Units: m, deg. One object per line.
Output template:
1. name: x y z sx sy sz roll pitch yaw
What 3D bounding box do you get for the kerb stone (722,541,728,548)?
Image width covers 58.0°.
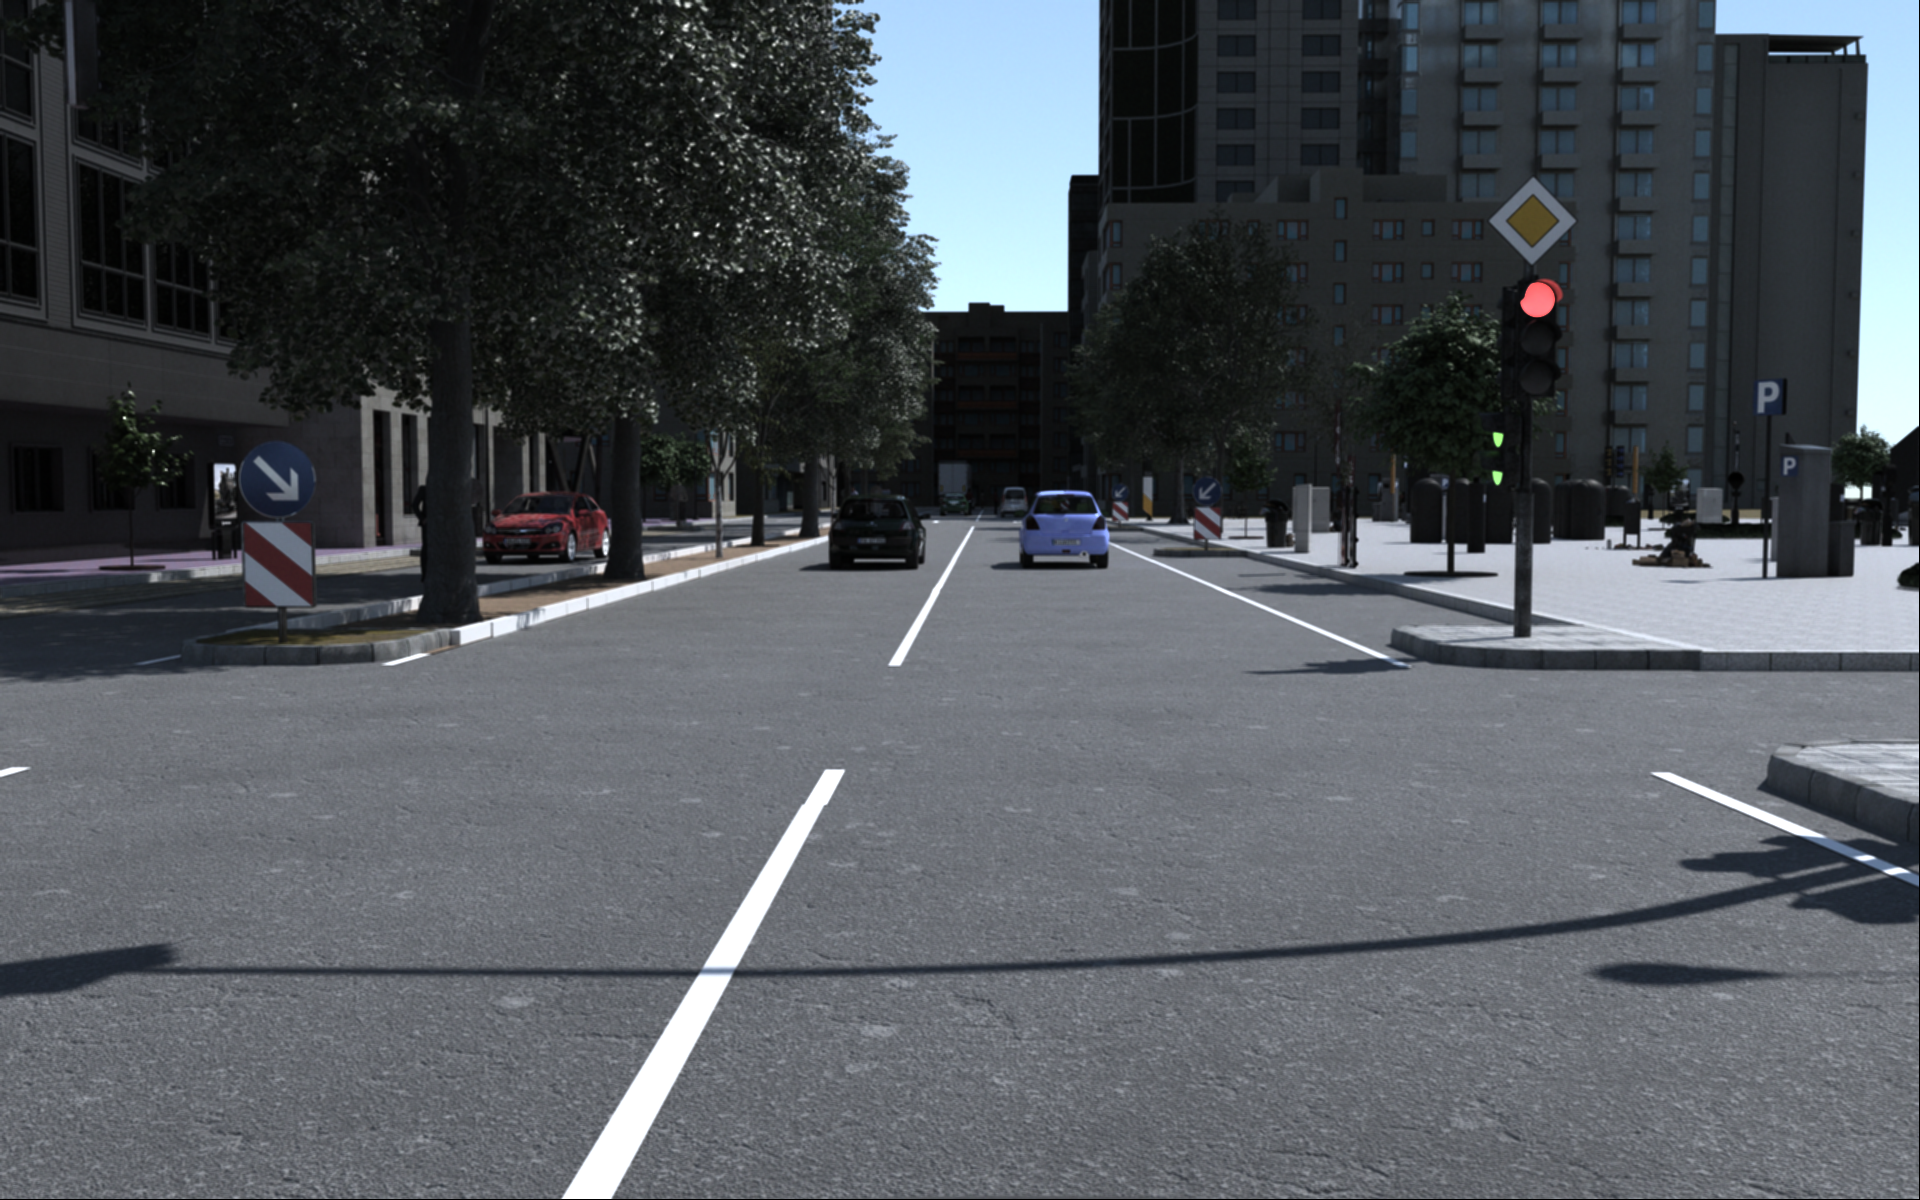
1. kerb stone: -6.314 -1.430 45.569 0.120 0.150 1.000 0 4 1

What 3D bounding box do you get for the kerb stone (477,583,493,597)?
1. kerb stone: -6.719 -0.111 24.030 0.120 0.150 1.000 0 4 1

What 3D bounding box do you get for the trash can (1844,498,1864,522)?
1. trash can: 30.070 -2.863 58.458 0.748 1.137 0.748 0 3 0

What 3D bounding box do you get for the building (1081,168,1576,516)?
1. building: 22.806 -16.652 117.298 27.650 21.520 28.899 0 4 1

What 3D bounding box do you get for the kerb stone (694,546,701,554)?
1. kerb stone: -6.395 -1.178 41.475 0.120 0.150 1.000 0 4 1

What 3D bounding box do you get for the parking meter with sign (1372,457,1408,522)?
1. parking meter with sign: 20.025 -5.159 80.605 0.543 3.016 1.738 -3 5 -43

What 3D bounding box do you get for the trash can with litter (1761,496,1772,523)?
1. trash can with litter: 30.337 -3.337 65.621 1.678 1.210 2.233 -2 4 -26

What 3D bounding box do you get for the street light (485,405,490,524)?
1. street light: -13.282 -4.774 50.592 1.470 5.913 1.316 0 4 1

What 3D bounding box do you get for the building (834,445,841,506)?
1. building: -27.002 -21.026 188.812 28.899 21.520 27.650 0 4 1

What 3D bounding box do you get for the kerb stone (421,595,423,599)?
1. kerb stone: -6.754 0.014 21.986 0.120 0.150 1.000 0 4 1

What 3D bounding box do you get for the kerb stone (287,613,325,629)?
1. kerb stone: -6.824 0.265 17.858 0.120 0.150 1.000 0 4 1

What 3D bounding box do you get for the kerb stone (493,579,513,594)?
1. kerb stone: -6.699 -0.175 25.052 0.120 0.150 1.000 0 4 1

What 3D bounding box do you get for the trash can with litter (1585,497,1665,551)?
1. trash can with litter: 15.641 -1.763 39.887 1.678 1.210 2.233 -1 4 -16

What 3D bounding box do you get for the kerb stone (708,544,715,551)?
1. kerb stone: -6.351 -1.303 43.523 0.120 0.150 1.000 0 4 1

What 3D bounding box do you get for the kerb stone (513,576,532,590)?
1. kerb stone: -6.673 -0.235 26.074 0.120 0.150 1.000 0 4 1

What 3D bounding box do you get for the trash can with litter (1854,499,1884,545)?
1. trash can with litter: 22.929 -1.971 43.617 0.624 1.170 1.055 3 4 36

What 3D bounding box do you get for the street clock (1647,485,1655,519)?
1. street clock: 35.065 -5.095 87.875 0.471 2.002 0.358 -2 4 -34

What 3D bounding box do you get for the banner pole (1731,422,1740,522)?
1. banner pole: 26.932 -4.291 60.179 0.401 3.779 0.863 0 4 8

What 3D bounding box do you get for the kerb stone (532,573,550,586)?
1. kerb stone: -6.647 -0.295 27.096 0.120 0.150 1.000 0 4 1

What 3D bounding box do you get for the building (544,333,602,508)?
1. building: -22.565 -12.133 65.830 16.820 18.784 16.811 0 4 1

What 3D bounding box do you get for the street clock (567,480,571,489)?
1. street clock: -20.175 -5.177 89.213 0.358 2.002 0.471 -1 4 -20

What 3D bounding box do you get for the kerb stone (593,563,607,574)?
1. kerb stone: -6.577 -0.551 31.204 0.120 0.150 1.000 0 4 1

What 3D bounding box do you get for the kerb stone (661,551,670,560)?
1. kerb stone: -6.472 -0.922 37.362 0.120 0.150 1.000 0 4 1

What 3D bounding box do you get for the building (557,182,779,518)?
1. building: -26.682 -15.948 105.791 27.650 21.520 28.899 0 4 1

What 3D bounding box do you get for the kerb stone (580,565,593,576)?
1. kerb stone: -6.612 -0.488 30.179 0.120 0.150 1.000 0 4 1

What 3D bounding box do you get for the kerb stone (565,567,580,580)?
1. kerb stone: -6.621 -0.425 29.145 0.120 0.150 1.000 0 4 1

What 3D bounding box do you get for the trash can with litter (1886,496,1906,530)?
1. trash can with litter: 32.619 -3.086 61.517 2.233 1.210 1.678 0 4 2

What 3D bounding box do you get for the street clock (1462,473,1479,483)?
1. street clock: 15.155 -2.867 51.443 0.471 2.002 0.358 -2 4 -31

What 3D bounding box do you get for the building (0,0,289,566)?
1. building: -22.504 -14.328 27.766 14.314 27.812 24.014 0 4 1

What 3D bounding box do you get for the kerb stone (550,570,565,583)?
1. kerb stone: -6.641 -0.362 28.118 0.120 0.150 1.000 0 4 1

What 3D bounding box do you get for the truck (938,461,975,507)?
1. truck: -0.317 -9.943 151.485 2.839 4.237 11.283 0 4 3

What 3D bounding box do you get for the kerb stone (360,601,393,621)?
1. kerb stone: -6.784 0.146 19.915 0.120 0.150 1.000 0 4 1

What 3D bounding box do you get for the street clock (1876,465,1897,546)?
1. street clock: 22.845 -2.328 42.625 0.358 2.002 0.471 1 4 13

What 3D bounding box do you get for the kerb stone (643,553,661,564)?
1. kerb stone: -6.487 -0.865 36.338 0.120 0.150 1.000 0 4 1

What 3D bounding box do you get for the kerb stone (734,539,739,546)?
1. kerb stone: -6.273 -1.555 47.618 0.120 0.150 1.000 0 4 1

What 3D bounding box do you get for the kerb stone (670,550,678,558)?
1. kerb stone: -6.456 -0.990 38.388 0.120 0.150 1.000 0 4 1

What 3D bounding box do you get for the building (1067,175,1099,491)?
1. building: 16.832 -23.699 159.177 14.160 30.474 14.107 0 4 1

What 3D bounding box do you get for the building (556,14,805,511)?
1. building: -23.328 -30.973 130.111 21.300 48.544 21.600 0 4 1

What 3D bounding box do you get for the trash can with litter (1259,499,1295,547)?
1. trash can with litter: 7.679 -1.859 41.778 0.624 1.170 1.055 2 4 32

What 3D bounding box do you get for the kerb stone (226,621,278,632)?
1. kerb stone: -6.854 0.335 16.837 0.120 0.150 1.000 0 4 1

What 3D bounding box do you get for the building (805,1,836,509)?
1. building: -22.485 -43.893 155.895 20.611 71.187 20.563 0 4 1

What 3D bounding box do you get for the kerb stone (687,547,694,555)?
1. kerb stone: -6.414 -1.115 40.448 0.120 0.150 1.000 0 4 1

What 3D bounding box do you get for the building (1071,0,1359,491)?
1. building: 19.911 -42.954 140.548 20.563 71.187 20.611 0 4 1

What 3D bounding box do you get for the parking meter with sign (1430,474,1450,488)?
1. parking meter with sign: 18.048 -4.213 65.138 0.543 3.016 1.738 -1 4 -22

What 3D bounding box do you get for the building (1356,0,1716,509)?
1. building: 49.484 -32.639 153.252 30.456 49.044 23.786 0 4 1

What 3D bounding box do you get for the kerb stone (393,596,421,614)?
1. kerb stone: -6.772 0.077 20.943 0.120 0.150 1.000 0 4 1

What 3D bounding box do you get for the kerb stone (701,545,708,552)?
1. kerb stone: -6.381 -1.242 42.497 0.120 0.150 1.000 0 4 1

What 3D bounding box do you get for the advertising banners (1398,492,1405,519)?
1. advertising banners: 23.248 -5.646 88.501 2.074 3.025 0.090 2 4 26

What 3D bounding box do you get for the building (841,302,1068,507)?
1. building: 2.968 -20.994 188.285 28.899 21.520 27.650 0 4 1

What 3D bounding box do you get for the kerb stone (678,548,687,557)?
1. kerb stone: -6.429 -1.054 39.426 0.120 0.150 1.000 0 4 1

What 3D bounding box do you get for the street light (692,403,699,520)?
1. street light: -12.543 -6.914 85.578 1.470 5.913 1.316 0 4 1

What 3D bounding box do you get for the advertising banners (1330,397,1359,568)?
1. advertising banners: 6.853 -2.116 30.784 0.090 3.025 2.074 0 4 2

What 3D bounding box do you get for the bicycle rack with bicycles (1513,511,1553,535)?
1. bicycle rack with bicycles: 18.109 -2.496 54.200 2.925 0.926 2.852 3 5 42

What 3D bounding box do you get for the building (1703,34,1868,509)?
1. building: 71.840 -29.009 157.890 14.086 41.232 14.154 0 4 1

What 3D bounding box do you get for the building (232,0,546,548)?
1. building: -19.118 -11.868 48.787 10.420 20.320 16.860 0 4 1

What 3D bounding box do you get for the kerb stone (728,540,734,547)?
1. kerb stone: -6.291 -1.492 46.595 0.120 0.150 1.000 0 4 1

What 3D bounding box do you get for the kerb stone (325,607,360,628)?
1. kerb stone: -6.813 0.202 18.890 0.120 0.150 1.000 0 4 1

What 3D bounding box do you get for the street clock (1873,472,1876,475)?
1. street clock: 28.429 -2.990 53.459 0.358 2.002 0.471 -2 4 -33

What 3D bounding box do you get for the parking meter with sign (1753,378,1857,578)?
1. parking meter with sign: 13.043 -1.861 26.684 1.738 3.016 0.543 -2 4 -24

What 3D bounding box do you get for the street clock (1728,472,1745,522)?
1. street clock: 25.171 -3.157 56.179 0.471 2.002 0.358 3 4 37
